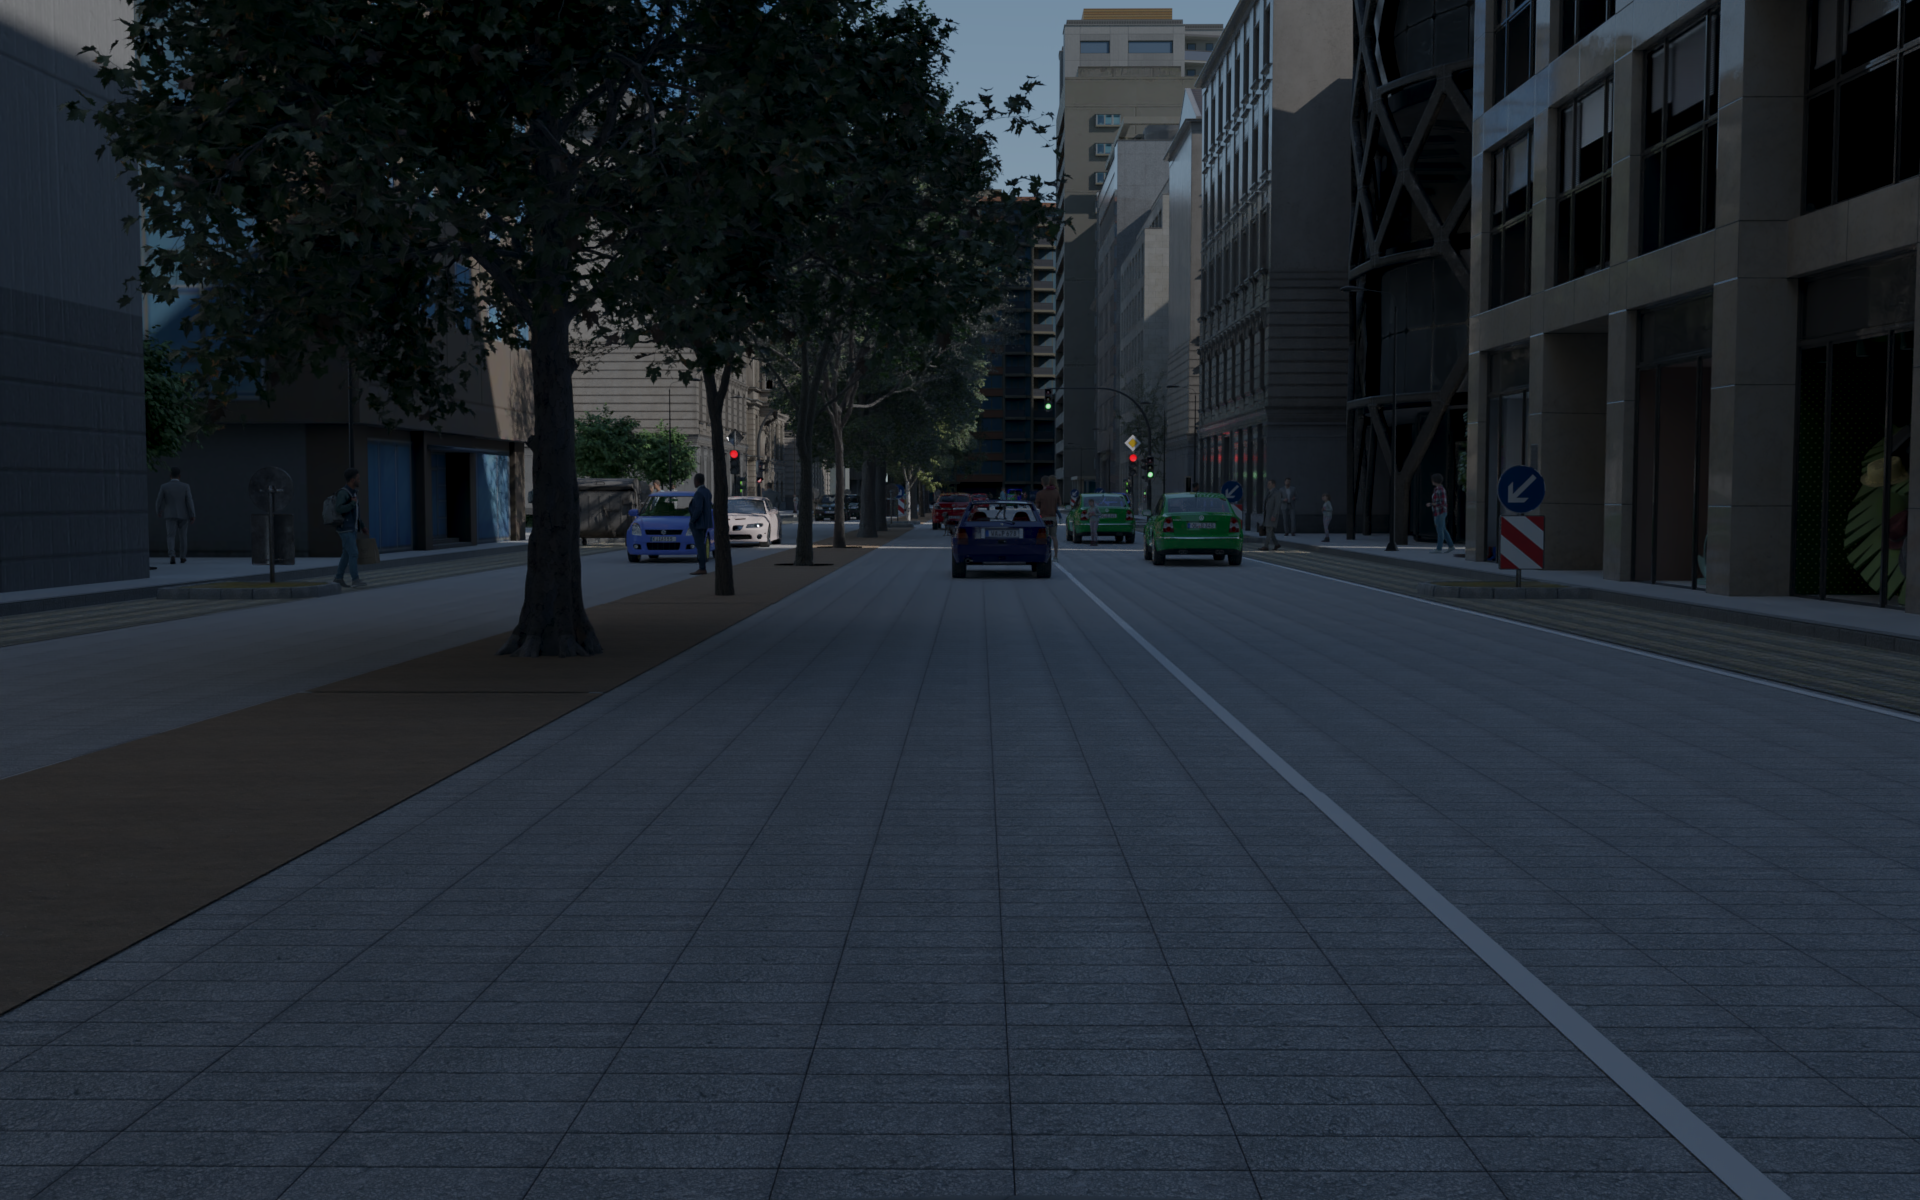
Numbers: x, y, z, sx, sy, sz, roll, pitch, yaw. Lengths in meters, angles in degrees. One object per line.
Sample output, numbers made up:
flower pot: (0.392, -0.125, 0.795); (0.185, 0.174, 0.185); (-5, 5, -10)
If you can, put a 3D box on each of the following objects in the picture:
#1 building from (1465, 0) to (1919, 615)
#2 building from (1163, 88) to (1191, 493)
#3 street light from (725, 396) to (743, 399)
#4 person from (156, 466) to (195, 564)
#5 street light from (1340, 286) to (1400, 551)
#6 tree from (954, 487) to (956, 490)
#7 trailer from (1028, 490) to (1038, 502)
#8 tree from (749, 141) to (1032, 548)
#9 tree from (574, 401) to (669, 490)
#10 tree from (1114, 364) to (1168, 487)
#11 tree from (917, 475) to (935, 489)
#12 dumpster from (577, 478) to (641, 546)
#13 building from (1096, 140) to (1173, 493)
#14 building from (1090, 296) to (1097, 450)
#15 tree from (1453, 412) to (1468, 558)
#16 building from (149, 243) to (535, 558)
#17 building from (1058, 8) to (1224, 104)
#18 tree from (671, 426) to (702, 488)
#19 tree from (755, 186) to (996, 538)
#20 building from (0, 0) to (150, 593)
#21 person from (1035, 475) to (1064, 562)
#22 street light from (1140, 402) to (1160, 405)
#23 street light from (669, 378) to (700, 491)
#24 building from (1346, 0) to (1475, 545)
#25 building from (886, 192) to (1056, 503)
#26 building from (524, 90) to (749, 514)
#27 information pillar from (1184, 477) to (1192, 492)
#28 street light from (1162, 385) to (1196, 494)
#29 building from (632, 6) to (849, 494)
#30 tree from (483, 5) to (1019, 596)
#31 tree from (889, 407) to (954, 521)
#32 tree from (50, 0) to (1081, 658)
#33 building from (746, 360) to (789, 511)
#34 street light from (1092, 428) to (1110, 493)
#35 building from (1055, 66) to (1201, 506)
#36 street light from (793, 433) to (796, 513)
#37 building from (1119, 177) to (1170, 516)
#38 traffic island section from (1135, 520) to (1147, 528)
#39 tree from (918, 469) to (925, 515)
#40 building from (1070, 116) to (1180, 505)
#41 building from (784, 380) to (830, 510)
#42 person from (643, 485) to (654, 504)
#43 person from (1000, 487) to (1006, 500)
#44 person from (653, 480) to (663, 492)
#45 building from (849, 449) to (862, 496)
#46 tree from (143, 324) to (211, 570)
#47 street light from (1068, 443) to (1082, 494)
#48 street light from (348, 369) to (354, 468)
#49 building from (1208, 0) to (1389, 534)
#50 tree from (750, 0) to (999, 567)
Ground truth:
building: (19.183, -12.911, 15.610); (19.350, 26.468, 34.151); (0, 4, 1)
building: (19.532, -14.413, 84.803); (18.267, 20.994, 9.793); (0, 4, 1)
street light: (-10.975, -6.695, 82.004); (1.470, 5.913, 1.316); (0, 4, 1)
person: (-14.446, -1.565, 31.900); (0.678, 1.792, 0.850); (-1, 4, -21)
street light: (9.187, -4.055, 38.844); (1.470, 5.913, 1.316); (0, 4, 1)
tree: (-1.940, -11.316, 137.841); (4.737, 8.622, 4.395); (0, 3, 0)
trailer: (9.456, -13.174, 222.448); (1.471, 1.999, 3.904); (0, 4, 1)
tree: (-3.165, -8.105, 45.347); (12.009, 13.543, 11.850); (0, 3, 0)
tree: (-12.596, -4.764, 61.600); (4.285, 4.588, 4.351); (0, 3, 0)
tree: (10.624, -8.974, 97.080); (4.360, 8.622, 3.978); (0, 3, 0)
tree: (-2.641, -11.601, 142.488); (4.360, 8.622, 3.978); (0, 3, 0)
dumpster: (-9.745, -2.402, 47.492); (1.865, 1.857, 1.264); (0, 4, 2)
building: (16.577, -18.822, 125.759); (12.078, 24.808, 19.932); (0, 4, 1)
building: (17.379, -18.974, 146.378); (11.583, 22.565, 21.152); (0, 4, 1)
tree: (10.480, -2.472, 35.015); (1.663, 3.219, 1.824); (0, 3, 0)
building: (-18.740, -23.866, 40.328); (14.600, 45.320, 14.200); (0, 4, 1)
building: (22.922, -41.348, 218.035); (21.231, 58.520, 28.212); (0, 4, 1)
tree: (-12.906, -5.584, 75.008); (4.285, 4.588, 4.351); (0, 3, 0)
tree: (-3.048, -9.015, 56.509); (9.857, 13.997, 8.962); (0, 3, 0)
building: (-23.019, -28.674, 10.817); (21.231, 58.520, 28.212); (0, 4, 1)
person: (1.891, -1.706, 36.367); (0.573, 1.828, 0.580); (1, 4, 18)
street light: (9.745, -7.013, 87.200); (1.470, 5.913, 1.316); (0, 4, 1)
street light: (-11.111, -5.938, 69.622); (1.470, 5.913, 1.316); (0, 4, 1)
building: (18.943, -10.984, 47.036); (16.820, 18.784, 16.811); (0, 4, 1)
building: (2.044, -36.496, 251.338); (28.867, 44.769, 22.147); (0, 4, 1)
building: (-16.980, -14.760, 90.482); (9.793, 20.994, 18.267); (0, 4, 1)
information pillar: (9.551, -4.160, 72.503); (0.304, 2.012, 0.304); (0, 4, 3)
street light: (9.483, -6.200, 73.910); (1.470, 5.913, 1.316); (0, 4, 1)
building: (-21.907, -52.537, 171.657); (22.319, 86.520, 31.000); (0, 4, 1)
tree: (-3.287, -5.354, 24.415); (8.767, 10.594, 7.601); (0, 4, 1)
tree: (-2.667, -8.331, 89.037); (4.737, 8.622, 4.395); (0, 3, 0)
tree: (-3.636, -5.861, 15.296); (9.611, 12.733, 9.660); (0, 3, 0)
building: (-18.859, -18.211, 116.837); (14.460, 24.649, 34.723); (0, 4, 1)
street light: (10.011, -9.149, 122.126); (1.470, 5.913, 1.316); (0, 4, 1)
building: (21.790, -34.849, 193.490); (21.300, 48.544, 21.600); (0, 4, 1)
street light: (-10.631, -8.838, 117.044); (1.470, 5.913, 1.316); (0, 4, 1)
building: (15.827, -15.461, 107.541); (10.420, 20.320, 16.860); (0, 4, 1)
traffic island section: (8.182, -3.655, 82.037); (2.009, 0.180, 2.903); (0, 4, 1)
tree: (-3.843, -15.946, 119.058); (12.611, 20.169, 13.585); (0, 3, 0)
building: (27.391, -29.253, 170.172); (32.217, 40.220, 23.993); (0, 4, 1)
building: (-16.408, -19.290, 144.264); (11.050, 23.489, 19.941); (0, 4, 1)
person: (-9.795, -2.787, 54.811); (0.466, 1.731, 0.760); (-1, 4, -14)
person: (2.341, -5.414, 96.879); (0.748, 1.841, 0.638); (1, 4, 10)
person: (-8.126, -2.329, 46.678); (0.778, 1.811, 0.616); (-2, 4, -28)
building: (-16.808, -31.308, 195.487); (14.154, 41.232, 14.086); (0, 4, 1)
tree: (-14.452, -2.779, 29.144); (4.285, 4.588, 4.351); (0, 3, 0)
street light: (10.445, -11.285, 157.049); (1.470, 5.913, 1.316); (0, 4, 1)
street light: (-11.487, -3.770, 34.185); (1.470, 5.913, 1.316); (0, 4, 1)
building: (14.687, -13.172, 64.521); (9.793, 20.994, 18.267); (0, 4, 1)
tree: (-2.992, -6.470, 34.003); (9.928, 11.665, 9.643); (0, 3, 0)
